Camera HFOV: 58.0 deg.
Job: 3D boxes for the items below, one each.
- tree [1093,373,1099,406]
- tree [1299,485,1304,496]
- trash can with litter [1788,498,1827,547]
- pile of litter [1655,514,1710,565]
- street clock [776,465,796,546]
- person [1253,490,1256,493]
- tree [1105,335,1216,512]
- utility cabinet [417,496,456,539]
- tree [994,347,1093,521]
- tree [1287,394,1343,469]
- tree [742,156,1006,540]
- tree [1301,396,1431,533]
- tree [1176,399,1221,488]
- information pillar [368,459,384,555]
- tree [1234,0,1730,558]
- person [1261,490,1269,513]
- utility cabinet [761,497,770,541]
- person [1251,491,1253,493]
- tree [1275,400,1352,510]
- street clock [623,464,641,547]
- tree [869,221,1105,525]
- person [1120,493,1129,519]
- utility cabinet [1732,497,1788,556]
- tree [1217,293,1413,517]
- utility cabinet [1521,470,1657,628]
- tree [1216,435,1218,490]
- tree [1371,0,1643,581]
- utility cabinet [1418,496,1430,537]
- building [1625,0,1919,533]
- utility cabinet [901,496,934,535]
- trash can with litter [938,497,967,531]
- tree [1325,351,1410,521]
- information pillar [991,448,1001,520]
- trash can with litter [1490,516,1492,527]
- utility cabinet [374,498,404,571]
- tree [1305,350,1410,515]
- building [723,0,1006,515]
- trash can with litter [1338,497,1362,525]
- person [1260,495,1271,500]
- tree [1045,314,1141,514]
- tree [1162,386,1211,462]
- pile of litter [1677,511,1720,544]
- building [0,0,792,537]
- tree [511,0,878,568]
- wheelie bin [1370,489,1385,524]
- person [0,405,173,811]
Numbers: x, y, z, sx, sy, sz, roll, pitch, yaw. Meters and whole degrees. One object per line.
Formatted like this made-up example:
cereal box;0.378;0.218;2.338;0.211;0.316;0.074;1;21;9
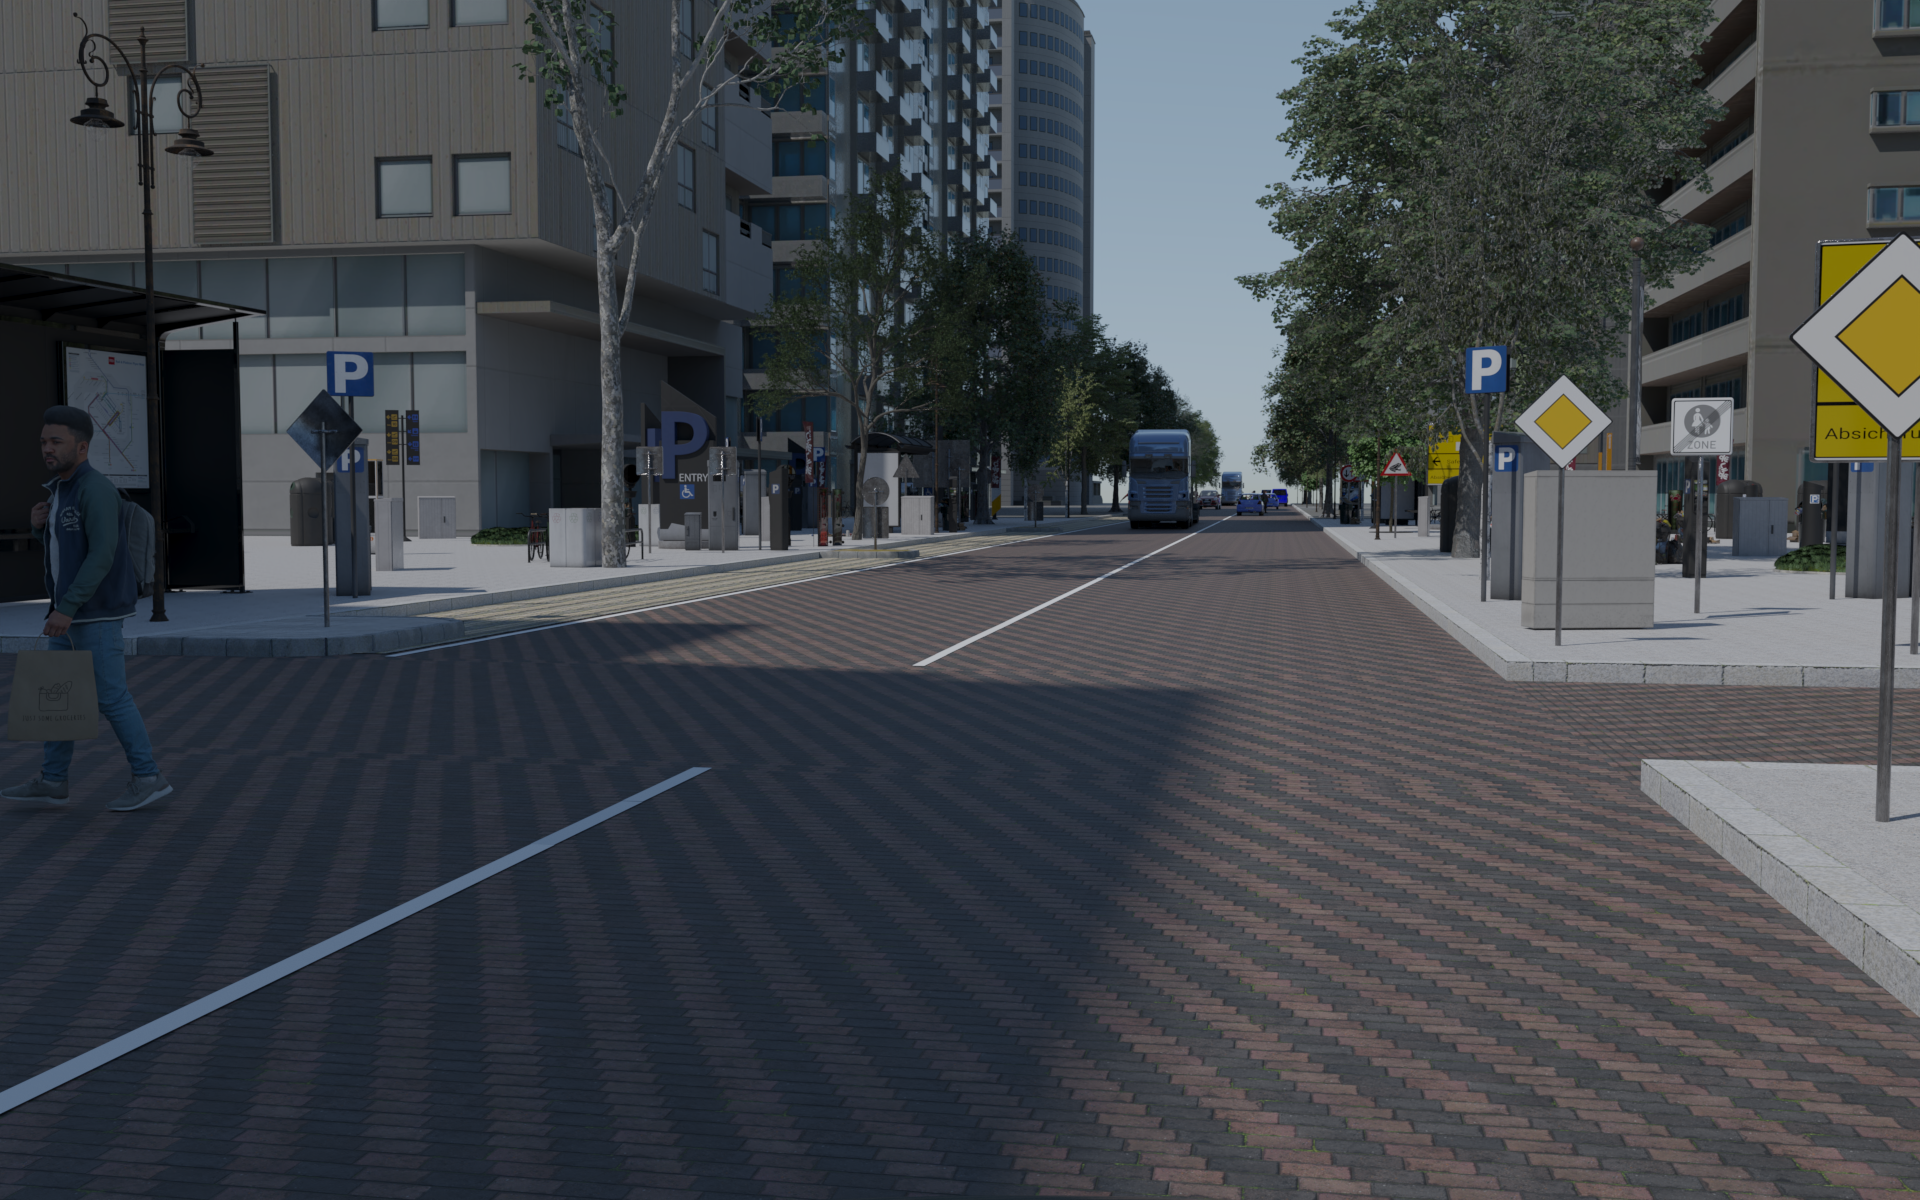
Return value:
tree;5.796;-8.939;96.508;4.737;8.622;4.395;0;3;0
tree;47.689;-17.667;239.214;4.737;8.622;4.395;0;3;0
trash can with litter;19.845;-1.785;40.572;0.624;1.170;1.055;1;4;22
pile of litter;12.581;-1.091;31.797;1.719;0.858;1.176;-1;4;-16
street clock;-4.296;-2.334;42.737;0.471;2.002;0.358;-2;4;-32
person;22.232;-7.433;130.963;0.436;1.711;0.756;-1;4;-12
tree;11.345;-12.705;124.739;9.611;12.733;9.660;0;3;0
utility cabinet;-15.014;-2.358;49.714;1.020;1.237;0.306;-2;4;-24
tree;3.371;-8.098;82.767;4.737;8.622;4.395;0;3;0
tree;27.938;-12.062;131.622;7.601;10.594;8.767;3;5;41
tree;-2.560;-6.939;47.863;7.601;10.594;8.767;1;4;20
tree;14.298;-4.507;57.409;4.285;4.588;4.351;0;3;0
tree;26.125;-17.675;207.108;7.486;12.596;7.792;0;3;0
information pillar;-12.412;-1.969;36.690;0.304;2.012;0.304;0;4;8
tree;10.192;-7.827;34.633;9.857;13.997;8.962;0;3;0
person;22.905;-7.400;130.042;0.990;1.755;0.434;-3;5;-42
utility cabinet;-5.238;-2.217;47.406;0.306;1.237;1.020;0;4;2
person;31.704;-10.900;187.451;1.217;1.736;0.721;-1;4;-21
tree;30.027;-13.806;143.853;7.486;12.596;7.792;0;3;0
street clock;-7.964;-2.279;41.834;0.471;2.002;0.358;-3;4;-36
tree;0.974;-9.534;72.884;9.611;12.733;9.660;0;3;0
person;9.798;-5.546;99.117;1.348;1.831;0.705;0;4;5
utility cabinet;16.559;-1.509;35.842;1.020;1.237;0.306;0;4;-1
tree;20.454;-10.899;95.212;9.611;12.733;9.660;0;3;0
utility cabinet;5.959;-0.474;16.432;1.173;1.500;0.318;0;4;-5
tree;16.290;-14.257;150.110;9.611;12.733;9.660;0;3;0
tree;7.888;-4.607;25.692;4.360;8.622;3.978;0;3;0
utility cabinet;14.050;-2.526;52.462;0.306;1.237;1.020;1;4;19
building;38.288;-26.914;63.739;21.300;48.544;21.600;1;4;10
utility cabinet;-1.334;-2.652;54.518;1.020;1.237;0.306;1;4;22
trash can with litter;-0.267;-3.011;60.613;0.624;1.170;1.055;3;5;42
tree;19.453;-8.079;82.460;4.737;8.622;4.395;0;3;0
information pillar;1.806;-5.831;86.688;0.504;3.616;0.183;-1;4;-12
trash can with litter;7.758;-0.809;24.615;0.624;1.170;1.055;0;4;7
utility cabinet;-9.643;-1.106;29.247;0.306;1.237;1.020;0;4;-8
tree;23.604;-11.031;106.109;9.928;11.665;9.643;0;3;0
building;-9.299;-31.791;139.390;23.786;49.044;30.456;1;4;10
trash can with litter;16.493;-3.774;73.093;0.624;1.170;1.055;-3;4;-39
person;27.687;-9.086;157.771;1.217;1.735;0.721;1;4;16
tree;7.745;-11.661;108.790;7.486;12.596;7.792;0;3;0
tree;21.505;-16.735;183.990;12.009;13.543;11.850;0;3;0
pile of litter;19.136;-1.914;45.266;1.176;0.858;1.719;0;4;1
building;-23.006;-29.037;63.991;28.713;52.752;27.495;1;4;10
tree;-5.025;-10.559;28.536;12.611;20.169;13.585;0;3;0
wheelie bin;18.328;-4.135;75.521;0.980;1.594;0.693;3;4;38
person;-3.941;0.044;7.761;0.713;1.824;0.794;-2;4;-24
